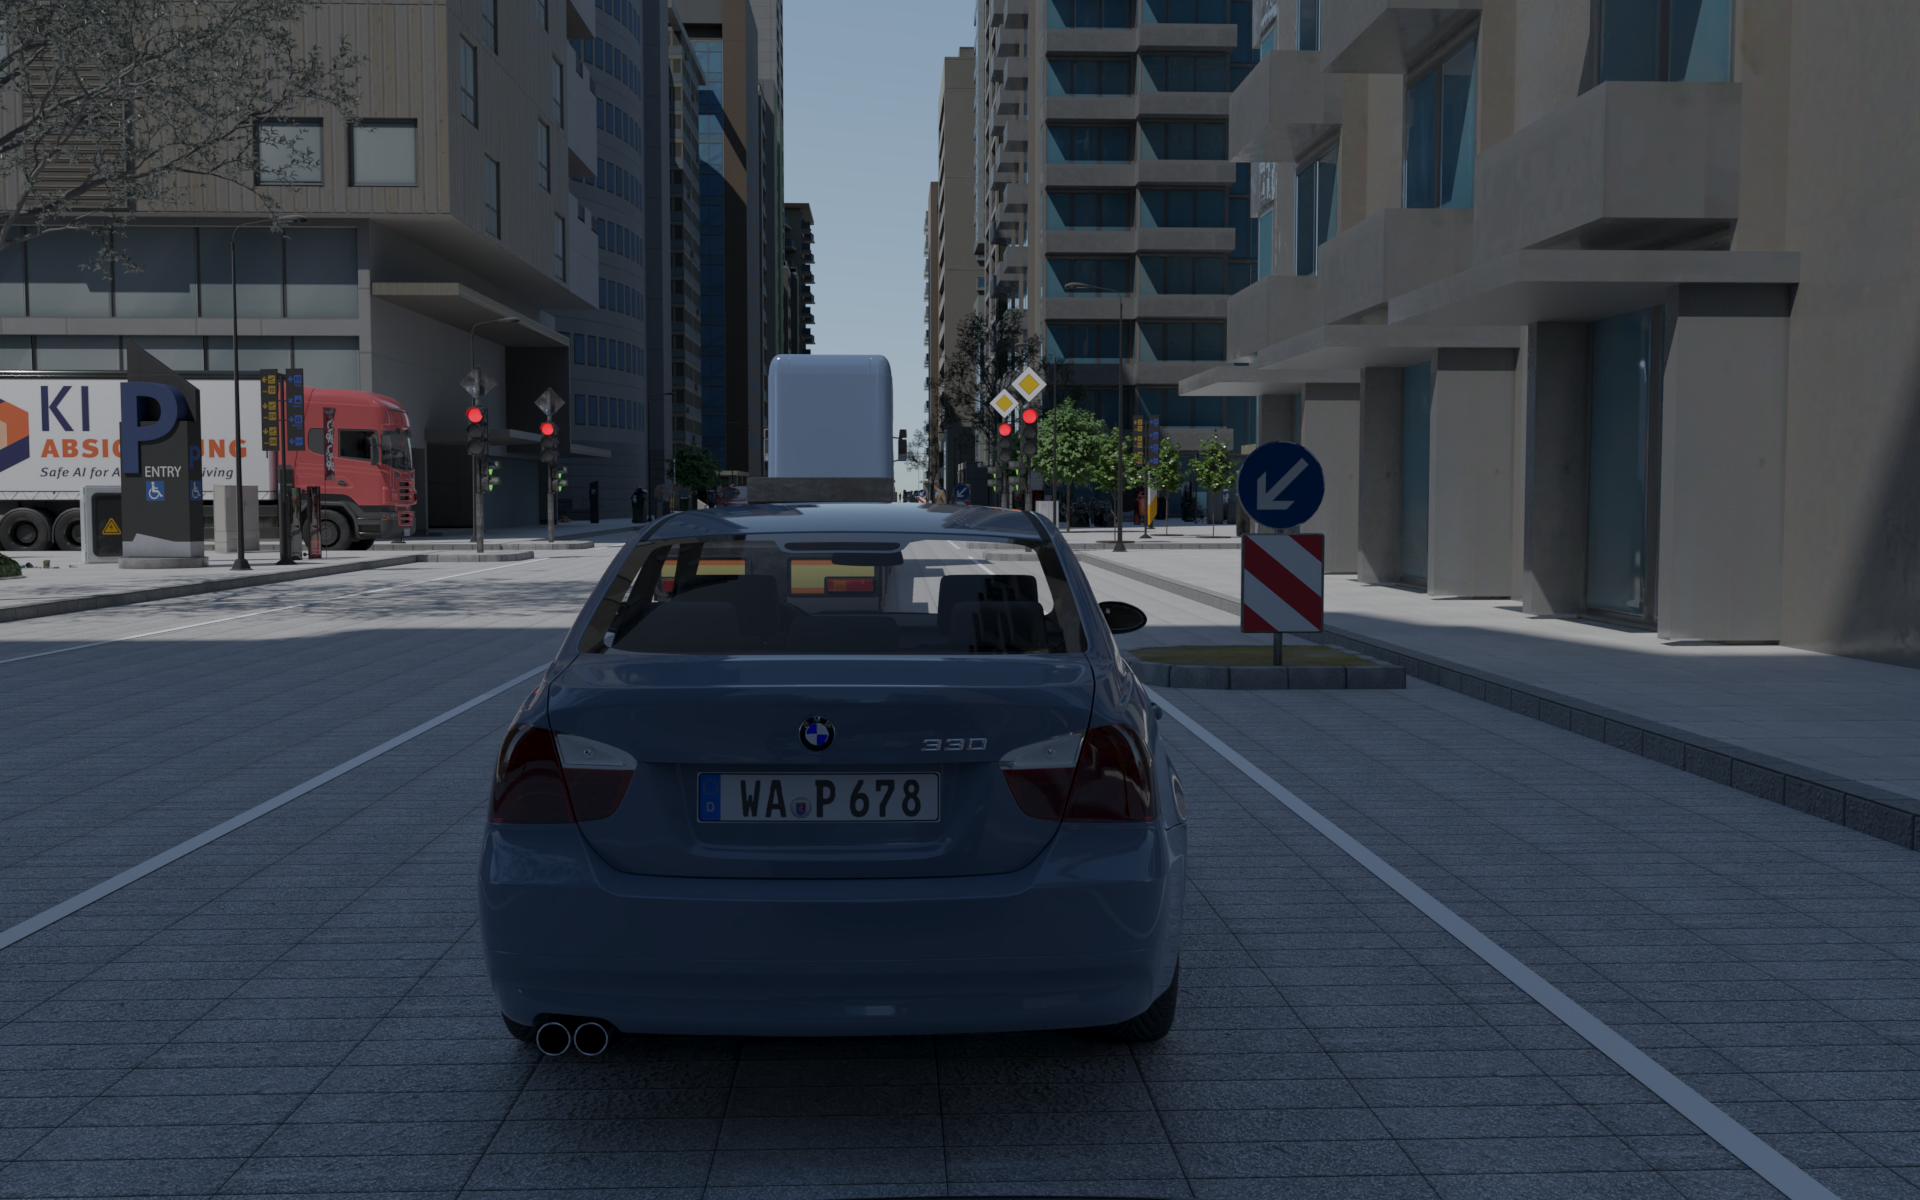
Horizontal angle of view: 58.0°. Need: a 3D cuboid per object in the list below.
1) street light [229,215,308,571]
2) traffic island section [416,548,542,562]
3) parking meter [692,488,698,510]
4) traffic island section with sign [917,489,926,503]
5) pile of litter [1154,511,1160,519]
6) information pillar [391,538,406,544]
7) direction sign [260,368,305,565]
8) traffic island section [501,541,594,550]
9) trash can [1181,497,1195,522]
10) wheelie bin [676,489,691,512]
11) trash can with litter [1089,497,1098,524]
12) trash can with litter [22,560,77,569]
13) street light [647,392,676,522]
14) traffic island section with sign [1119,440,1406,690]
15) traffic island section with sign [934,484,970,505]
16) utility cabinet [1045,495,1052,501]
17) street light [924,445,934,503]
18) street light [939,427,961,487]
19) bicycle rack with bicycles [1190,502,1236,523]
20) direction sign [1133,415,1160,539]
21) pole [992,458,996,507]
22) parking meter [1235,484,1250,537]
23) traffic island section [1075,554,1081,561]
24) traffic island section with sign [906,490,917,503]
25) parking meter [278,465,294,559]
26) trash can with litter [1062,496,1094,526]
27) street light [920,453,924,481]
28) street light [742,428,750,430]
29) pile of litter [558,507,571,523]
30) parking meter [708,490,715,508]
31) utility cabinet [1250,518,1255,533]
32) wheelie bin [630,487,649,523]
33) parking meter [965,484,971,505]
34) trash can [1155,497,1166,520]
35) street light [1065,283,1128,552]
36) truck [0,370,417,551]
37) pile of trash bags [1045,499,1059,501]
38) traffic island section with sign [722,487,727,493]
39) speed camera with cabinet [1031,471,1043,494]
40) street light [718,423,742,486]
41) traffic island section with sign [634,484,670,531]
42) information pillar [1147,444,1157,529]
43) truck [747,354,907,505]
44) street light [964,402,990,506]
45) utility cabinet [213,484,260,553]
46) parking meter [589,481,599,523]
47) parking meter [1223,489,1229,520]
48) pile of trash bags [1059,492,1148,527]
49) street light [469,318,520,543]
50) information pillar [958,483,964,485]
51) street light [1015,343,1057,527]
[{"bbox_3d":[-11.552,-3.452,28.980,1.470,5.913,1.316,0,4,-2],"label":"street light"},{"bbox_3d":[-10.495,-0.951,37.828,2.009,0.180,2.903,0,4,-2],"label":"traffic island section"},{"bbox_3d":[-17.122,-6.487,111.768,0.255,1.863,0.399,-3,4,-37],"label":"parking meter"},{"bbox_3d":[-1.220,-5.350,96.103,1.989,1.847,2.006,0,4,-2],"label":"traffic island section with sign"},{"bbox_3d":[9.598,-4.543,88.235,1.719,0.858,1.176,-3,4,-37],"label":"pile of litter"},{"bbox_3d":[-14.480,-3.266,44.750,0.504,3.616,0.183,1,4,22],"label":"information pillar"},{"bbox_3d":[-12.237,-2.407,31.346,0.876,3.537,0.379,1,4,15],"label":"direction sign"},{"bbox_3d":[-10.831,-1.439,45.806,2.009,0.180,2.903,0,4,-2],"label":"traffic island section"},{"bbox_3d":[10.511,-4.148,79.471,0.748,1.137,0.748,0,3,0],"label":"trash can"},{"bbox_3d":[-18.240,-6.500,114.184,0.980,1.594,0.693,-1,4,-14],"label":"wheelie bin"},{"bbox_3d":[6.033,-3.822,73.881,1.055,1.170,0.624,0,4,-1],"label":"trash can with litter"},{"bbox_3d":[-16.341,-1.131,29.544,2.233,1.210,1.678,-2,4,-24],"label":"trash can with litter"},{"bbox_3d":[-13.683,-6.528,79.276,1.470,5.913,1.316,0,4,-2],"label":"street light"},{"bbox_3d":[2.247,-0.306,13.630,1.989,1.847,2.006,0,4,-2],"label":"traffic island section with sign"},{"bbox_3d":[-0.074,-3.672,68.659,1.989,1.847,2.006,0,4,-2],"label":"traffic island section with sign"},{"bbox_3d":[4.078,-4.586,86.147,1.020,1.237,0.306,-2,4,-33],"label":"utility cabinet"},{"bbox_3d":[-2.359,-11.652,163.058,1.470,5.913,1.316,0,4,-2],"label":"street light"},{"bbox_3d":[-0.500,-9.060,120.677,1.470,5.913,1.316,0,4,-2],"label":"street light"},{"bbox_3d":[12.039,-3.877,76.764,2.852,0.926,2.925,-3,5,-41],"label":"bicycle rack with bicycles"},{"bbox_3d":[5.352,-3.538,49.844,0.876,3.537,0.379,3,4,38],"label":"direction sign"},{"bbox_3d":[1.819,-6.040,92.589,0.158,3.312,0.155,0,3,0],"label":"pole"},{"bbox_3d":[8.550,-2.852,52.335,0.399,1.863,0.255,-1,4,-19],"label":"parking meter"},{"bbox_3d":[1.536,-0.981,38.327,2.009,0.180,2.903,0,4,-2],"label":"traffic island section"},{"bbox_3d":[-3.293,-8.362,145.345,1.989,1.847,2.006,0,4,-2],"label":"traffic island section with sign"},{"bbox_3d":[-13.285,-1.741,34.173,0.255,1.863,0.399,-2,4,-29],"label":"parking meter"},{"bbox_3d":[4.986,-3.649,70.718,1.678,1.210,2.233,0,4,3],"label":"trash can with litter"},{"bbox_3d":[-3.734,-13.723,196.913,1.470,5.913,1.316,0,4,-2],"label":"street light"},{"bbox_3d":[-15.538,-9.164,122.365,1.470,5.913,1.316,0,4,-2],"label":"street light"},{"bbox_3d":[-17.895,-3.879,77.380,1.176,0.858,1.719,2,4,27],"label":"pile of litter"},{"bbox_3d":[-14.724,-5.767,102.704,0.372,1.533,0.369,0,3,0],"label":"parking meter"},{"bbox_3d":[9.347,-2.744,56.029,0.306,1.237,1.020,2,4,25],"label":"utility cabinet"},{"bbox_3d":[-14.026,-4.161,75.937,0.693,1.594,0.980,0,4,4],"label":"wheelie bin"},{"bbox_3d":[0.458,-5.750,99.726,0.255,1.863,0.399,-1,4,-10],"label":"parking meter"},{"bbox_3d":[9.969,-4.546,85.976,0.748,1.137,0.748,0,3,0],"label":"trash can"},{"bbox_3d":[3.008,-4.020,38.262,1.470,5.913,1.316,0,4,-2],"label":"street light"},{"bbox_3d":[-17.978,-3.151,40.433,11.283,4.237,2.839,0,4,-4],"label":"truck"},{"bbox_3d":[3.731,-4.311,80.244,1.912,1.369,3.447,-1,4,-18],"label":"pile of trash bags"},{"bbox_3d":[-12.929,-5.318,95.583,1.989,1.847,2.006,0,4,-2],"label":"traffic island section with sign"},{"bbox_3d":[2.896,-4.421,66.617,0.660,3.252,2.038,0,4,5],"label":"speed camera with cabinet"},{"bbox_3d":[-15.130,-8.563,112.548,1.470,5.913,1.316,0,4,-2],"label":"street light"},{"bbox_3d":[-11.796,-3.671,68.652,1.989,1.847,2.006,0,4,-2],"label":"traffic island section with sign"},{"bbox_3d":[7.015,-4.390,63.139,0.183,3.616,0.504,3,4,38],"label":"information pillar"},{"bbox_3d":[-2.323,-2.316,27.627,2.967,4.110,18.799,0,4,-2],"label":"truck"},{"bbox_3d":[0.917,-7.008,87.123,1.470,5.913,1.316,0,4,-2],"label":"street light"},{"bbox_3d":[-15.798,-1.785,37.859,0.318,1.500,1.173,1,4,12],"label":"utility cabinet"},{"bbox_3d":[-16.003,-4.282,75.717,0.399,1.863,0.255,0,4,-1],"label":"parking meter"},{"bbox_3d":[13.015,-4.688,85.061,0.372,1.533,0.369,0,3,0],"label":"parking meter"},{"bbox_3d":[5.808,-3.532,67.505,3.447,1.369,1.912,1,4,11],"label":"pile of trash bags"},{"bbox_3d":[-12.277,-4.474,45.699,1.470,5.913,1.316,0,4,-2],"label":"street light"},{"bbox_3d":[0.067,-6.504,110.832,0.304,2.012,0.304,2,4,33],"label":"information pillar"},{"bbox_3d":[2.386,-4.943,53.361,1.470,5.913,1.316,0,4,-2],"label":"street light"}]
